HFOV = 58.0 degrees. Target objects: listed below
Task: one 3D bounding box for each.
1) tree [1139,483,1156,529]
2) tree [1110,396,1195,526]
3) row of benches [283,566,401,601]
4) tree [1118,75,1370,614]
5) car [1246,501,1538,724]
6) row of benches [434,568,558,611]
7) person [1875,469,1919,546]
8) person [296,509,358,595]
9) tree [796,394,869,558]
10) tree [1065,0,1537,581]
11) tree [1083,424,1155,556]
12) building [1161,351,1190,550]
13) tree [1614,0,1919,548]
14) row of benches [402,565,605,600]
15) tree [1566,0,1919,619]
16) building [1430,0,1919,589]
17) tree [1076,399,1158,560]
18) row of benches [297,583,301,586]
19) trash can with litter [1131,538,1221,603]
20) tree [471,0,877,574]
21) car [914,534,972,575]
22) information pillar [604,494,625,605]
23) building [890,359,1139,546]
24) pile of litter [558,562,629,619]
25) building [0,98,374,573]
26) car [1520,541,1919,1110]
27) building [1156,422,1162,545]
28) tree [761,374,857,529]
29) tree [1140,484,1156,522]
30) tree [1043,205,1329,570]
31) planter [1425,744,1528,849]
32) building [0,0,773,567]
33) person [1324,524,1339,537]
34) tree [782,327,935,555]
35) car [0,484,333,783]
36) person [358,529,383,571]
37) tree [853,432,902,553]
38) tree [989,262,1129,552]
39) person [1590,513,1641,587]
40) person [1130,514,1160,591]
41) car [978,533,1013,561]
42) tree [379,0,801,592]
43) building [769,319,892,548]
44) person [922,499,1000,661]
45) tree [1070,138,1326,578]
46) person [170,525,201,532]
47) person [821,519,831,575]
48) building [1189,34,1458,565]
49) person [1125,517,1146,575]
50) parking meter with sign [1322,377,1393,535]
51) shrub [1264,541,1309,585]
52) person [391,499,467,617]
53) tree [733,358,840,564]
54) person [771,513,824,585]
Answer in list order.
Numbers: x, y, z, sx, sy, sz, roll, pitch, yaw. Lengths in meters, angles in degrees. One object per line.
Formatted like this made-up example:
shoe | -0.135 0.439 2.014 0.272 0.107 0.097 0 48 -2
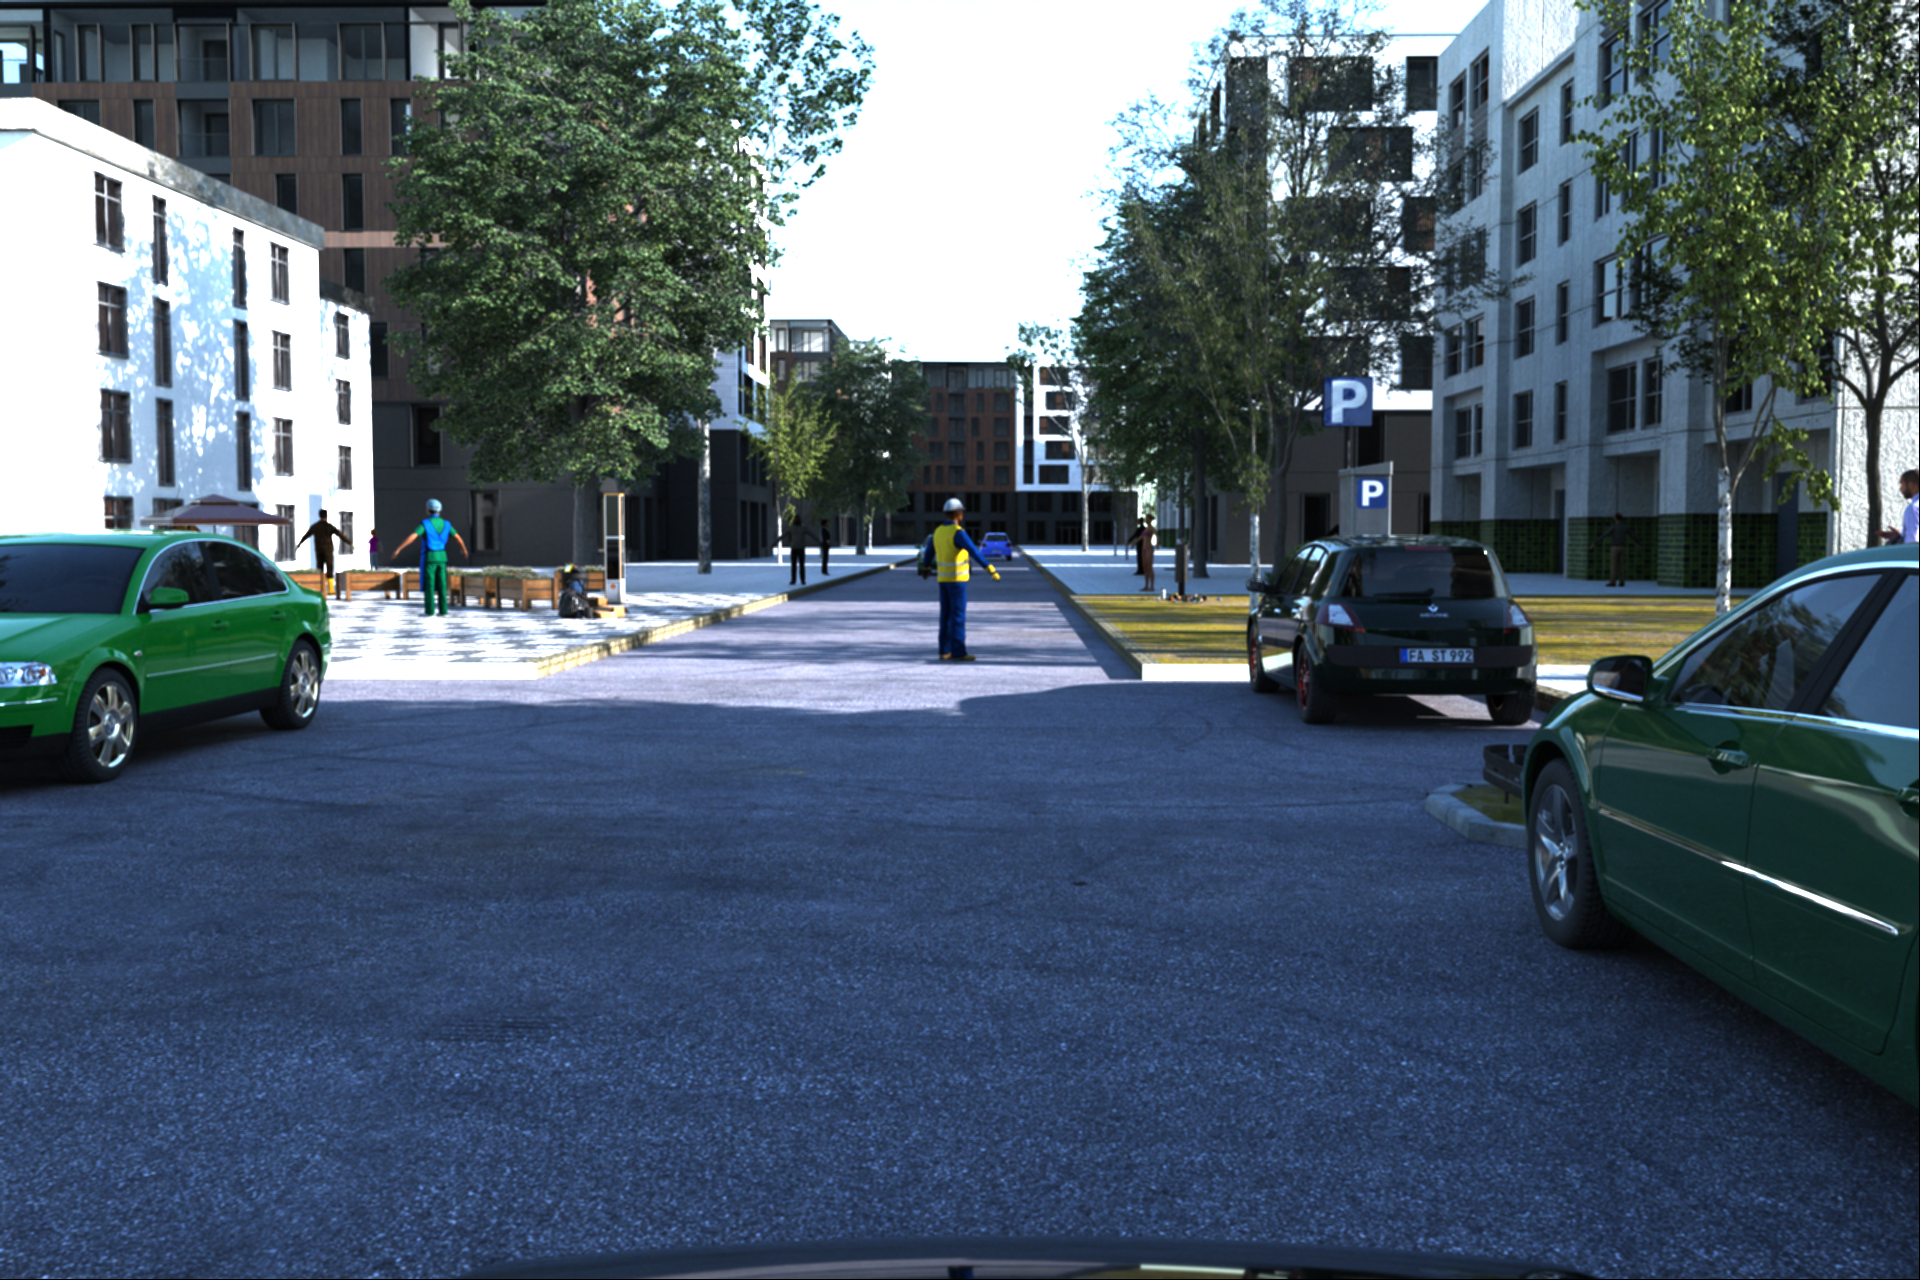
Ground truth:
tree | 23.994 -15.834 209.241 4.360 8.622 3.978 0 3 0
tree | 7.631 -7.447 72.121 4.360 8.622 3.978 0 3 0
row of benches | -12.746 -1.064 32.865 4.104 0.672 1.422 -3 4 -39
tree | 4.928 -4.710 27.372 4.360 8.622 3.978 0 3 0
car | 3.471 -0.285 14.454 2.009 1.686 4.222 0 4 1
row of benches | -8.312 -0.918 30.467 1.422 0.672 4.104 -3 5 -39
person | 8.179 -0.558 15.038 0.709 1.838 0.599 -3 4 -36
person | -13.289 -1.842 36.258 1.346 1.812 0.704 0 4 5
tree | -7.579 -8.662 91.989 4.360 8.622 3.978 0 3 0
tree | 7.079 -7.777 37.522 12.009 13.543 11.850 0 3 0
tree | 8.797 -9.183 100.507 4.360 8.622 3.978 0 3 0
building | 27.234 -17.354 150.189 16.747 18.905 31.486 0 4 2
tree | 13.714 -5.621 26.316 7.601 10.594 8.767 0 4 7
row of benches | -8.849 -1.147 34.224 4.104 0.672 1.422 -1 4 -14
tree | 8.870 -4.221 19.368 4.737 8.622 4.395 0 3 0
building | 25.674 -11.142 48.636 16.747 18.905 31.486 0 4 1
tree | 8.428 -8.256 85.345 4.360 8.622 3.978 0 3 0
row of benches | -10.652 -0.425 22.414 4.104 0.672 1.422 -1 4 -20
trash can with litter | 4.196 -1.359 33.274 1.678 1.210 2.233 0 4 1
tree | -9.541 -12.247 56.128 12.611 20.169 13.585 0 3 0
car | -0.527 -3.054 61.734 2.131 1.459 4.920 0 4 2
information pillar | -6.286 -1.652 31.505 0.304 2.012 0.304 0 4 2
building | 3.712 -22.489 214.127 32.646 21.610 27.936 0 4 -3
pile of litter | -5.722 -0.789 26.873 1.176 0.858 1.719 0 4 3
building | -21.934 -6.454 47.670 9.099 9.664 28.070 0 4 2
car | 2.940 0.441 4.591 2.131 1.459 4.920 0 4 1
building | 30.398 -19.319 182.324 16.747 18.905 31.486 0 4 2
tree | -7.154 -7.908 79.663 4.737 8.622 4.395 0 3 0
tree | 24.902 -16.159 214.561 4.360 8.622 3.978 0 3 0
tree | 8.006 -9.245 61.522 12.009 13.543 11.850 0 3 0
planter | 3.392 0.769 8.560 1.991 0.319 1.994 0 4 2
building | -24.907 -14.610 82.848 27.936 21.610 32.646 0 4 1
person | 8.945 -2.082 40.228 1.347 1.806 0.705 1 4 11
tree | -6.249 -12.248 106.912 9.857 13.997 8.962 0 3 0
car | -5.737 -0.159 11.388 1.959 1.807 4.718 0 4 2
person | -16.487 -2.400 48.501 0.599 1.433 0.991 1 4 20
tree | -5.978 -10.249 117.931 4.737 8.622 4.395 0 3 0
tree | 8.414 -16.273 121.948 12.611 20.169 13.585 0 3 0
person | 16.077 -2.208 42.370 1.348 1.796 0.705 -1 4 -9
person | 4.158 -1.960 38.847 0.721 1.733 1.217 -1 4 -23
car | 1.930 -5.136 93.556 1.945 1.707 3.694 0 3 0
tree | -8.444 -8.051 38.296 9.857 13.997 8.962 0 3 0
building | -22.177 -20.615 181.034 27.936 21.610 32.646 0 4 2
person | -0.054 -0.687 19.658 0.705 1.833 1.349 -3 4 -38
tree | 6.893 -8.068 50.032 7.486 12.596 7.792 0 3 0
person | -16.883 -1.949 37.627 1.354 1.858 0.705 0 4 3
person | -4.140 -2.905 54.217 0.721 1.740 1.216 0 4 -8
building | 25.351 -14.883 87.309 27.936 21.610 32.646 0 4 1
person | 5.675 -2.951 54.467 0.704 1.802 1.346 3 5 41
parking meter with sign | 4.302 -1.360 18.504 0.543 3.016 1.738 0 4 0
shrub | 4.428 -0.685 22.321 1.383 1.207 1.383 0 3 0
person | -8.141 -1.261 26.750 0.704 1.817 1.347 3 4 38
tree | -7.425 -7.516 73.249 4.737 8.622 4.395 0 3 0
person | -4.123 -2.318 44.020 1.348 1.813 0.705 0 4 3
